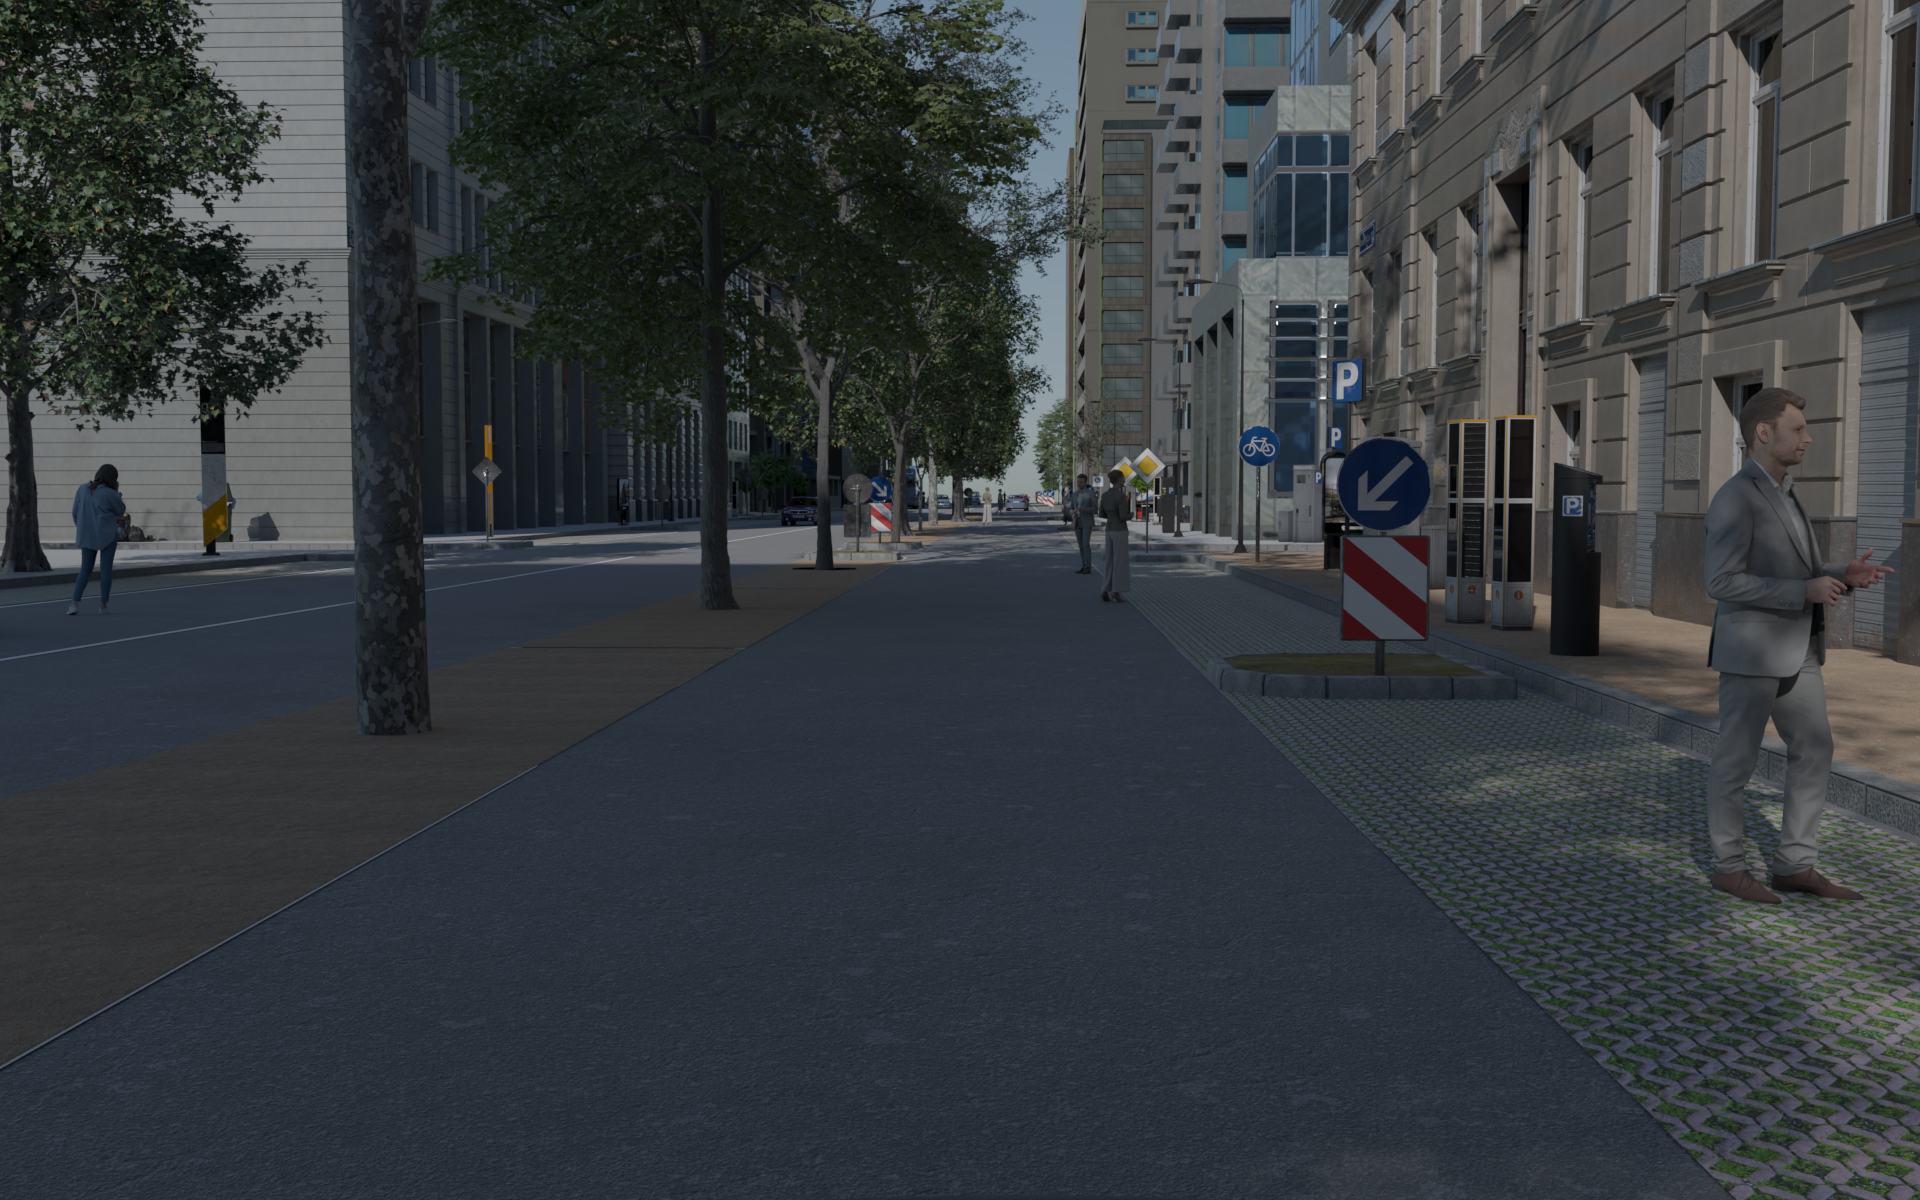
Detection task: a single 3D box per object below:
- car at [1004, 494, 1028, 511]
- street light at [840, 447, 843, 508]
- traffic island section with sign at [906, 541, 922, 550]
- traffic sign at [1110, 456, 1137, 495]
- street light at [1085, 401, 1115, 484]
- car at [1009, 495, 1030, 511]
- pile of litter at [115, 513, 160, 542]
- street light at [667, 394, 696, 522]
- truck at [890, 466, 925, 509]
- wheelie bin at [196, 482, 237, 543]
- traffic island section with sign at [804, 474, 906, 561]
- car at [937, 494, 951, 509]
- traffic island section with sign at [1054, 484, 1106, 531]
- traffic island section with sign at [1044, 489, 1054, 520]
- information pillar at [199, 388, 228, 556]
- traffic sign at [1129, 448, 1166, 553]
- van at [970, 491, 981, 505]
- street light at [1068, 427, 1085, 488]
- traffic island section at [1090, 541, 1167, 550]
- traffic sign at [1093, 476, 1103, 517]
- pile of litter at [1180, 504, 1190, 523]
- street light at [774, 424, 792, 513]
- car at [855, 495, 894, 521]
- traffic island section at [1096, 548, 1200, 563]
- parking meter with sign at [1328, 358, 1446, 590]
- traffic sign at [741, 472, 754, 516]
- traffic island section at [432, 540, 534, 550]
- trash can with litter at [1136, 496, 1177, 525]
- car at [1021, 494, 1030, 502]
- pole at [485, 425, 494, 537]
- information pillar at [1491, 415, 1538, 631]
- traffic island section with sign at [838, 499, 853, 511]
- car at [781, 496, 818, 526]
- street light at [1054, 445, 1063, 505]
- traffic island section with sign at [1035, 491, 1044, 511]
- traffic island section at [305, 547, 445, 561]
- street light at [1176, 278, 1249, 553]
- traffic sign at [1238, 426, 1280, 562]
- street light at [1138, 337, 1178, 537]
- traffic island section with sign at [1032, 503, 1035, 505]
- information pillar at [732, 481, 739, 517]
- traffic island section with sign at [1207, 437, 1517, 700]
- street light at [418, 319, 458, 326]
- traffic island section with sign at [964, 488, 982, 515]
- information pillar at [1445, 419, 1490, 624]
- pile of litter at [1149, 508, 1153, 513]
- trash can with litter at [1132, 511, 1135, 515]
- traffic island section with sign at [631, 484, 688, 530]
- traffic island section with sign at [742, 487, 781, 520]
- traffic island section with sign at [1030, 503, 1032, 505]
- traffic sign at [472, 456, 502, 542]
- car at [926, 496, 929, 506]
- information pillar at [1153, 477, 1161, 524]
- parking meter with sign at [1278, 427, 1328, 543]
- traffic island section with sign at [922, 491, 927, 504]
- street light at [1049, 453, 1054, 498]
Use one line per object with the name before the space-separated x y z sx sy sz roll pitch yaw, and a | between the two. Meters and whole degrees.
car | 4.714 -8.123 144.819 2.014 1.417 4.499 0 4 3
street light | -10.195 -11.291 157.149 1.470 5.913 1.316 0 4 2
traffic island section with sign | -2.048 -2.285 45.496 2.006 1.907 1.989 0 4 2
traffic sign | 4.334 -2.562 45.537 0.795 2.450 0.064 0 4 2
street light | 7.139 -6.949 86.156 1.470 5.913 1.316 0 4 2
car | 5.059 -8.359 149.250 1.945 1.354 3.894 0 4 1
pile of litter | -22.428 -1.989 46.480 1.719 0.858 1.176 1 4 9
street light | -12.936 -6.612 80.653 1.470 5.913 1.316 0 4 2
truck | -5.096 -11.064 170.647 2.967 4.110 18.799 0 4 2
wheelie bin | -19.699 -2.320 45.841 0.980 1.594 0.693 -3 5 -41
traffic island section with sign | -2.315 -1.832 38.093 2.006 1.907 1.989 0 4 2
car | -1.819 -9.473 166.892 2.014 1.417 4.499 0 3 0
traffic island section with sign | 4.802 -3.619 67.798 1.989 1.847 2.006 0 4 2
traffic island section with sign | 5.742 -5.269 94.784 1.989 1.847 2.006 0 4 2
information pillar | -15.520 -2.730 35.987 0.504 3.616 0.183 -1 4 -18
traffic sign | 4.056 -2.074 37.557 0.795 2.450 0.064 0 4 2
van | 1.937 -14.015 236.151 2.013 2.044 4.112 0 4 4
street light | 8.384 -9.053 120.552 1.470 5.913 1.316 0 4 2
traffic island section | 4.357 -1.427 45.613 2.009 0.180 2.903 0 4 2
traffic sign | 7.772 -5.848 97.752 0.606 2.300 0.079 0 4 5
pile of litter | 10.329 -3.853 76.954 1.176 0.858 1.719 3 4 36
street light | -11.717 -8.716 115.050 1.470 5.913 1.316 0 4 2
car | -3.443 -3.695 72.420 2.014 1.417 4.499 0 4 2
traffic island section | 4.080 -0.939 37.633 2.009 0.180 2.903 0 4 2
parking meter with sign | 5.757 -1.633 22.962 1.738 3.016 0.543 -2 4 -31
traffic sign | -12.412 -6.167 100.936 0.768 2.556 0.104 0 4 6
traffic island section | -12.624 -1.463 46.206 2.009 0.180 2.903 0 4 2
trash can with litter | 8.184 -3.698 71.514 1.678 1.210 2.233 0 4 1
car | 8.043 -13.137 223.823 2.155 1.783 4.494 0 4 1
pole | -13.973 -3.519 51.386 0.158 3.312 0.155 0 3 0
information pillar | 5.220 -0.724 16.330 0.304 2.012 0.304 0 4 -5
traffic island section with sign | -9.171 -8.388 145.771 1.989 1.847 2.006 0 4 2
car | -7.135 -4.091 79.466 1.945 1.354 3.894 0 4 3
street light | 9.837 -11.607 162.309 1.470 5.913 1.316 0 4 2
traffic island section with sign | 7.477 -8.335 144.911 1.989 1.847 2.006 0 4 2
traffic island section | -12.901 -0.975 38.226 2.009 0.180 2.903 0 4 2
street light | 5.551 -3.970 37.455 1.470 5.913 1.316 0 4 2
traffic sign | 5.586 -1.978 32.440 0.768 2.556 0.104 0 4 5
street light | 5.958 -4.823 51.389 1.470 5.913 1.316 0 4 2
traffic island section with sign | 8.429 -10.005 172.210 1.989 1.847 2.006 0 4 2
information pillar | -12.664 -5.690 97.525 0.304 2.012 0.304 1 4 9
traffic island section with sign | 2.899 -0.265 12.954 1.989 1.847 2.006 0 4 2
street light | -14.021 -4.502 46.150 1.470 5.913 1.316 0 4 2
traffic island section with sign | 0.551 -6.878 120.589 2.006 1.907 1.989 0 4 2
information pillar | 5.037 -0.779 17.222 0.304 2.012 0.304 -1 4 -10
pile of litter | 12.748 -6.274 116.553 1.719 0.858 1.176 1 4 12
trash can with litter | 9.968 -5.584 102.690 0.624 1.170 1.055 -3 4 -36
traffic island section with sign | -11.851 -3.671 68.653 1.989 1.847 2.006 0 4 2
traffic island section with sign | -10.915 -5.319 95.592 1.989 1.847 2.006 0 4 2
traffic island section with sign | 10.358 -13.404 227.783 1.989 1.847 2.006 0 4 2
traffic sign | -12.600 -2.599 46.143 0.795 2.450 0.064 0 4 2
car | -3.189 -12.358 212.272 2.015 1.641 3.980 0 4 2
information pillar | 8.449 -4.266 74.246 0.304 2.012 0.304 0 4 5
parking meter with sign | 9.177 -3.021 45.648 0.543 3.016 1.738 -3 5 -41
traffic island section with sign | -5.368 -15.082 255.214 1.989 1.847 2.006 0 4 2
street light | 11.524 -14.607 211.362 1.470 5.913 1.316 0 4 2
